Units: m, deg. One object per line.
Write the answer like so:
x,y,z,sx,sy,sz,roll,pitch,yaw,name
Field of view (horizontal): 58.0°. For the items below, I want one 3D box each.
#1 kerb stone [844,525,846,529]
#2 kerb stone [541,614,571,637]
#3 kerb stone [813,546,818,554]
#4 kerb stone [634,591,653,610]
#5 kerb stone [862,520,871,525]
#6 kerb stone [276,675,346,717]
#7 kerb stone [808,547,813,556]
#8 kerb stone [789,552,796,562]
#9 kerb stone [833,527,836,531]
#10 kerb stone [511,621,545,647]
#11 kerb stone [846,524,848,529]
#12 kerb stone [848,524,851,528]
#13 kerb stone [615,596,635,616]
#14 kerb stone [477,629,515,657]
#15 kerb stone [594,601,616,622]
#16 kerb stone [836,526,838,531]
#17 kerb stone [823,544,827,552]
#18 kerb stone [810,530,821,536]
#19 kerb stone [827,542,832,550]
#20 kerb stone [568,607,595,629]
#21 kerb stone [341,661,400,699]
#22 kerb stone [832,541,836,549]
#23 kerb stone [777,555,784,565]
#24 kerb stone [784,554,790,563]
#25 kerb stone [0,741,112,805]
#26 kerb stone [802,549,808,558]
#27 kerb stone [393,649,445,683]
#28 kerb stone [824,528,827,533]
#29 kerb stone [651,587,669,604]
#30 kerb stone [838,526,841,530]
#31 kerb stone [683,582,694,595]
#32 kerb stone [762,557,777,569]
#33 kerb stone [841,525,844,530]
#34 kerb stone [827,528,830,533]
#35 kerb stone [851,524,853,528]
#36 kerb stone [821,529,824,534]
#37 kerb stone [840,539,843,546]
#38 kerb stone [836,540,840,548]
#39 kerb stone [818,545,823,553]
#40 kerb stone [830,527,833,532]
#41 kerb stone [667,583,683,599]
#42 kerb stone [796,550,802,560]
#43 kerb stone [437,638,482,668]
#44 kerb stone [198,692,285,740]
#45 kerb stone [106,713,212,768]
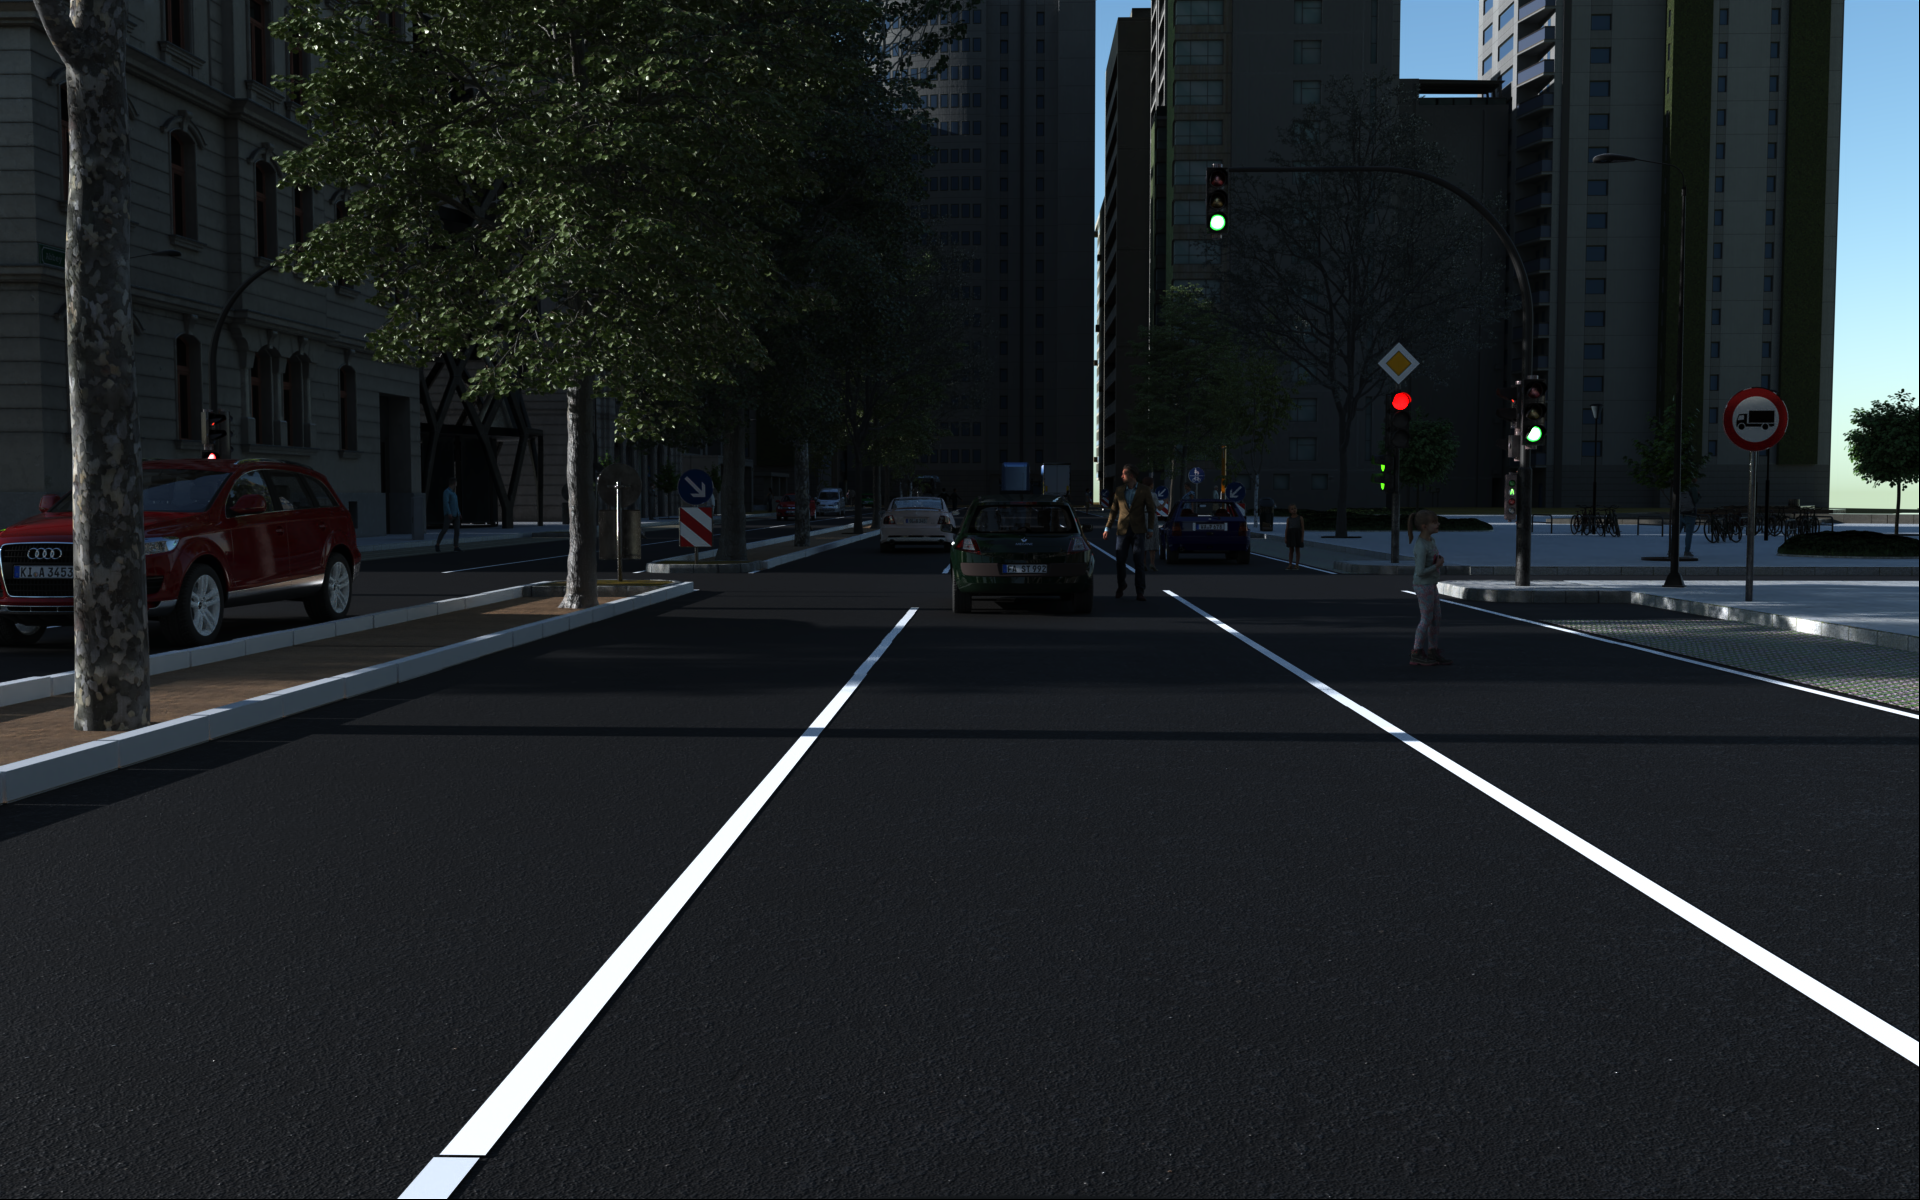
-4.785,-2.891,69.563,0.120,0.150,1.000,0,4,2,kerb stone
-4.191,0.275,17.726,0.120,0.150,1.000,0,4,2,kerb stone
-3.524,-1.138,40.811,0.120,0.150,1.000,0,4,2,kerb stone
-4.067,0.025,21.825,0.120,0.150,1.000,0,4,2,kerb stone
-4.429,-3.650,81.868,0.120,0.150,1.000,0,4,2,kerb stone
-4.375,0.649,11.584,0.120,0.150,1.000,0,4,2,kerb stone
-3.546,-1.076,39.781,0.120,0.150,1.000,0,4,2,kerb stone
-3.643,-0.887,36.700,0.120,0.150,1.000,0,4,2,kerb stone
-4.910,-2.642,65.463,0.120,0.150,1.000,0,4,2,kerb stone
-4.222,0.336,16.703,0.120,0.150,1.000,0,4,2,kerb stone
-4.763,-2.960,70.584,0.120,0.150,1.000,0,4,2,kerb stone
-4.729,-3.017,71.615,0.120,0.150,1.000,0,4,2,kerb stone
-4.099,0.085,20.802,0.120,0.150,1.000,0,4,2,kerb stone
-4.255,0.399,15.676,0.120,0.150,1.000,0,4,2,kerb stone
-4.128,0.152,19.777,0.120,0.150,1.000,0,4,2,kerb stone
-4.879,-2.709,66.487,0.120,0.150,1.000,0,4,2,kerb stone
-3.467,-1.261,42.869,0.120,0.150,1.000,0,4,2,kerb stone
-5.054,-2.328,60.339,0.120,0.150,1.000,0,4,2,kerb stone
-3.427,-1.326,43.891,0.120,0.150,1.000,0,4,2,kerb stone
-4.157,0.214,18.750,0.120,0.150,1.000,0,4,2,kerb stone
-4.336,0.587,12.609,0.120,0.150,1.000,0,4,2,kerb stone
-3.397,-1.390,44.920,0.120,0.150,1.000,0,4,2,kerb stone
-3.704,-0.762,34.646,0.120,0.150,1.000,0,4,2,kerb stone
-3.672,-0.824,35.668,0.120,0.150,1.000,0,4,2,kerb stone
-4.454,0.837,8.508,0.120,0.150,1.000,0,4,2,kerb stone
-3.583,-1.011,38.755,0.120,0.150,1.000,0,4,2,kerb stone
-4.301,0.524,13.632,0.120,0.150,1.000,0,4,2,kerb stone
-4.995,-2.458,62.389,0.120,0.150,1.000,0,4,2,kerb stone
-4.036,-0.040,22.847,0.120,0.150,1.000,0,4,2,kerb stone
-4.847,-2.771,67.509,0.120,0.150,1.000,0,4,2,kerb stone
-3.981,-0.162,24.892,0.120,0.150,1.000,0,4,2,kerb stone
-3.724,-0.696,33.624,0.120,0.150,1.000,0,4,2,kerb stone
-4.811,-2.833,68.535,0.120,0.150,1.000,0,4,2,kerb stone
-4.968,-2.521,63.411,0.120,0.150,1.000,0,4,2,kerb stone
-4.699,-3.086,72.646,0.120,0.150,1.000,0,4,2,kerb stone
-5.020,-2.395,61.360,0.120,0.150,1.000,0,4,2,kerb stone
-3.346,-1.513,46.965,0.120,0.150,1.000,0,4,2,kerb stone
-3.367,-1.452,45.942,0.120,0.150,1.000,0,4,2,kerb stone
-3.492,-1.197,41.845,0.120,0.150,1.000,0,4,2,kerb stone
-4.941,-2.583,64.434,0.120,0.150,1.000,0,4,2,kerb stone
-4.006,-0.102,23.870,0.120,0.150,1.000,0,4,2,kerb stone
-3.612,-0.950,37.724,0.120,0.150,1.000,0,4,2,kerb stone
-4.278,0.461,14.654,0.120,0.150,1.000,0,4,2,kerb stone
-4.401,0.712,10.561,0.120,0.150,1.000,0,4,2,kerb stone
-4.426,0.774,9.533,0.120,0.150,1.000,0,4,2,kerb stone
